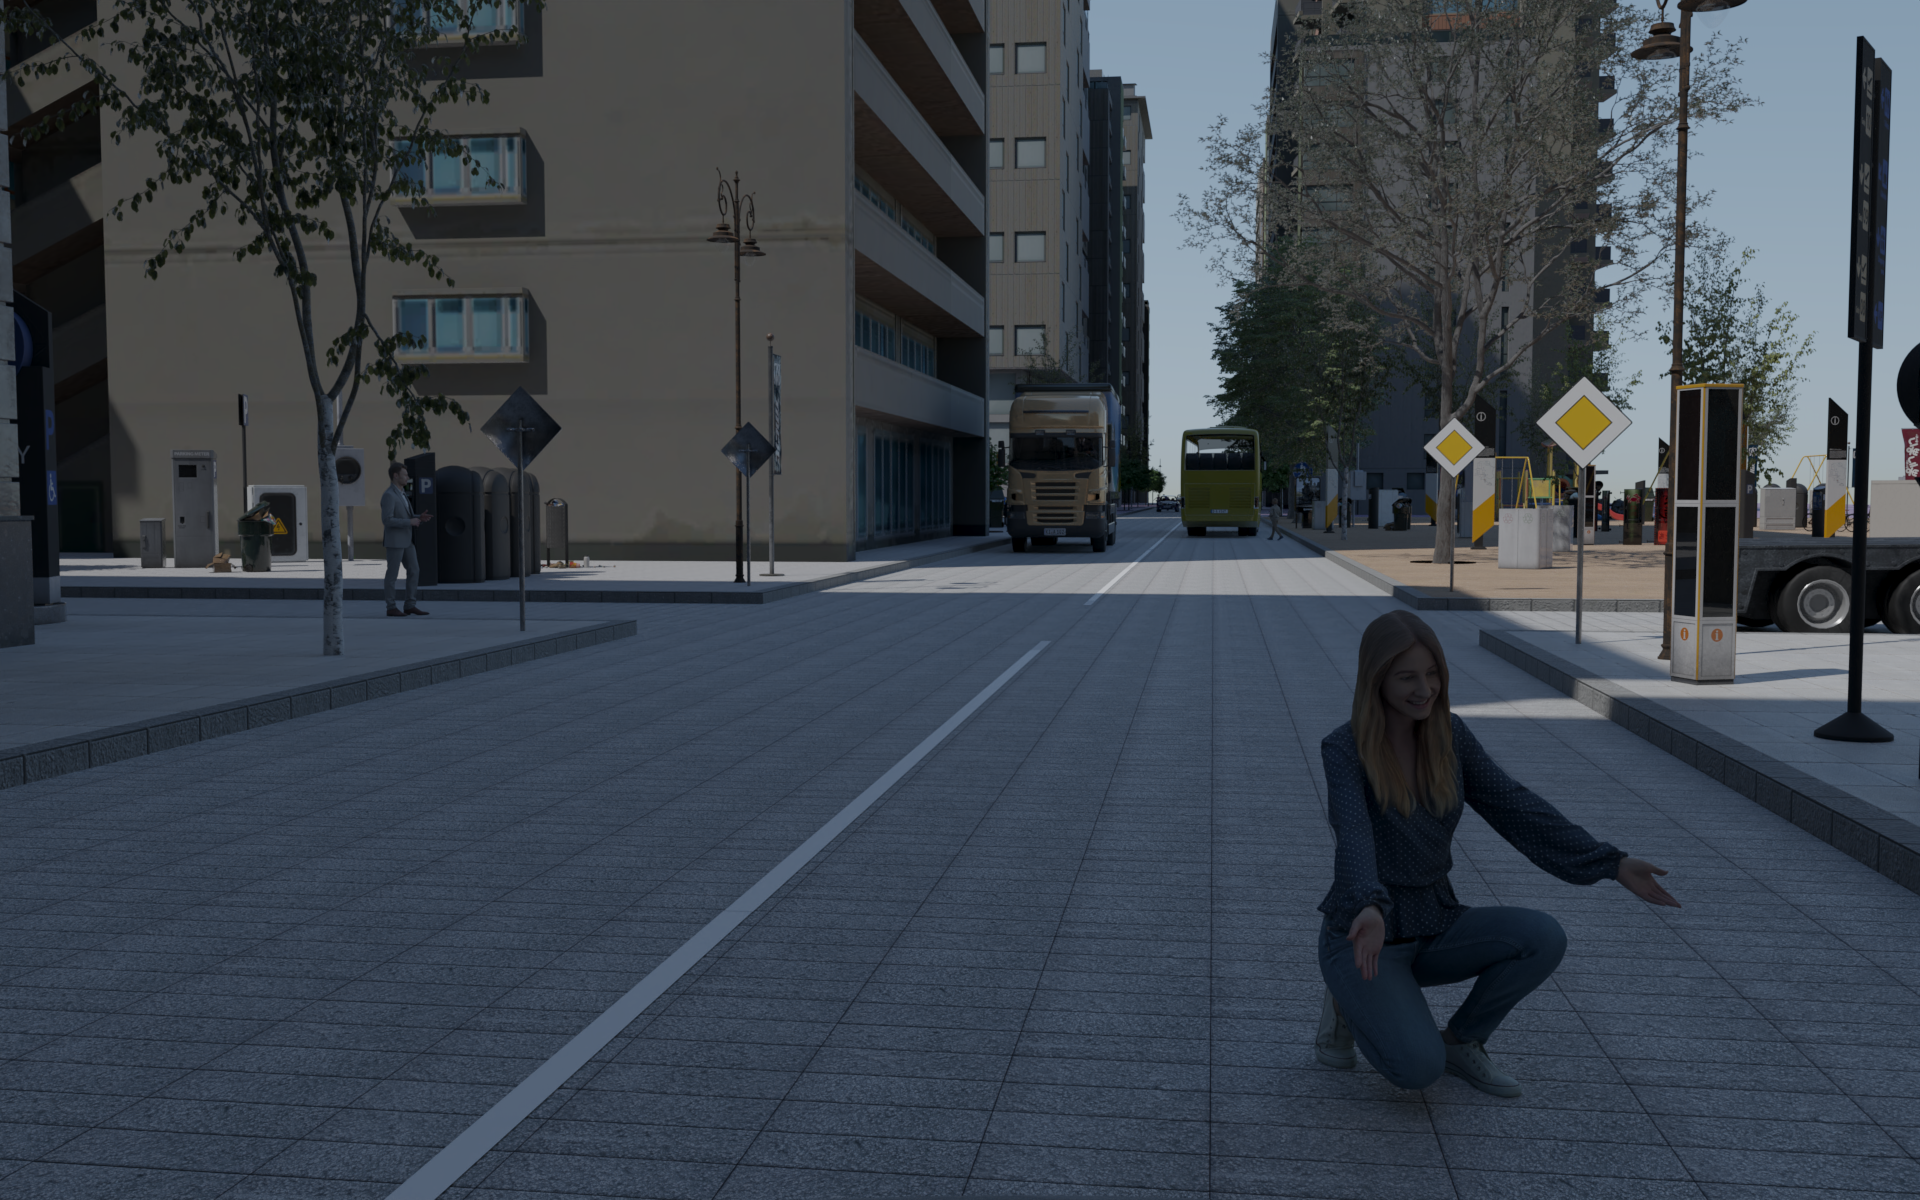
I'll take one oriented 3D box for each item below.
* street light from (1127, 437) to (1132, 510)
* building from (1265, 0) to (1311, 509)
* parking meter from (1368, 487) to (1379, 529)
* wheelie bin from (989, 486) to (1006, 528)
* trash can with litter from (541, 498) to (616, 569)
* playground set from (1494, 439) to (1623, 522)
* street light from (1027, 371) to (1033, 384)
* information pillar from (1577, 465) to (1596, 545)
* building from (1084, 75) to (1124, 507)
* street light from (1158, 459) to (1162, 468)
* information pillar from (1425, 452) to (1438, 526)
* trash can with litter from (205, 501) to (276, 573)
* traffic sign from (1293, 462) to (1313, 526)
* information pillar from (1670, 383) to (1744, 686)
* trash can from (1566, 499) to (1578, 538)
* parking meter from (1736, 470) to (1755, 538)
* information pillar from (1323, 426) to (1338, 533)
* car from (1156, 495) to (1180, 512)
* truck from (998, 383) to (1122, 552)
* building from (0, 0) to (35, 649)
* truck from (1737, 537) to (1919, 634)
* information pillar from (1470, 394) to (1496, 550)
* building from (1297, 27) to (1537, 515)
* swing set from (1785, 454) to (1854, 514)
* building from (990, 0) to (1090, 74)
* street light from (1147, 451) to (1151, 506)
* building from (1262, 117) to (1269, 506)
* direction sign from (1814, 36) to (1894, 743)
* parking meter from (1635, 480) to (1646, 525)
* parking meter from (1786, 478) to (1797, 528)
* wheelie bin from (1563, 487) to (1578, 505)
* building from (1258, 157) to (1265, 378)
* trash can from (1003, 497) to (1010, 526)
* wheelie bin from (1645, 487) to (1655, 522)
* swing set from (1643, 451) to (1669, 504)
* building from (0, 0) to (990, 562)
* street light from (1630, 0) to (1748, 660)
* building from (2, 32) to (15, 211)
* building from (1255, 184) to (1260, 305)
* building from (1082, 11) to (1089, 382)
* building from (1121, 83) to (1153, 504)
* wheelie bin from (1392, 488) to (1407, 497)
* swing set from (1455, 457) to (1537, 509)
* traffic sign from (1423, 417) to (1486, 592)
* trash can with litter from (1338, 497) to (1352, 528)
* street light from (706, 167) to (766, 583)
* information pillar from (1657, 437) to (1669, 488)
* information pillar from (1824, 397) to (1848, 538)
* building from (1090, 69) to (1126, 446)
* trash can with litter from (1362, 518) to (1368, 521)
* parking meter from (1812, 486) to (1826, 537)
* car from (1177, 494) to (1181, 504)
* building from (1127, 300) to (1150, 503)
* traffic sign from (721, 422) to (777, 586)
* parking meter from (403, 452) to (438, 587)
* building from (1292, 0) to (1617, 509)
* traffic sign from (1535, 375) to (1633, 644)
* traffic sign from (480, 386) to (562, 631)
[{"bbox_3d":[13.750,-10.279,140.847,0.468,5.910,1.993,1,4,8],"label":"street light"},{"bbox_3d":[39.091,-32.632,157.232,21.300,48.544,21.600,1,4,8],"label":"building"},{"bbox_3d":[15.268,-3.396,63.941,0.372,1.533,0.369,0,3,0],"label":"parking meter"},{"bbox_3d":[1.262,-3.562,66.143,0.980,1.594,0.693,-1,4,-21],"label":"wheelie bin"},{"bbox_3d":[-7.251,-1.187,30.464,2.233,1.210,1.678,3,4,38],"label":"trash can with litter"},{"bbox_3d":[28.167,-5.800,81.602,5.637,4.214,5.302,1,4,12],"label":"playground set"},{"bbox_3d":[2.625,-5.669,65.470,0.468,5.910,1.993,1,4,8],"label":"street light"},{"bbox_3d":[15.698,-2.380,43.398,0.304,2.012,0.304,-1,4,-9],"label":"information pillar"},{"bbox_3d":[8.148,-29.482,165.627,14.154,41.232,14.086,1,4,8],"label":"building"},{"bbox_3d":[25.900,-15.377,224.207,0.468,5.910,1.993,1,4,8],"label":"street light"},{"bbox_3d":[18.895,-4.768,69.307,0.504,3.616,0.183,3,4,38],"label":"information pillar"},{"bbox_3d":[-11.796,-1.040,28.394,1.055,1.170,0.624,-2,4,-29],"label":"trash can with litter"},{"bbox_3d":[13.575,-4.189,68.592,0.768,2.556,0.104,1,4,15],"label":"traffic sign"},{"bbox_3d":[5.043,-0.441,11.709,0.304,2.012,0.304,-1,4,-13],"label":"information pillar"},{"bbox_3d":[18.152,-2.394,50.800,0.748,1.137,0.748,0,3,0],"label":"trash can"},{"bbox_3d":[18.751,-2.181,41.368,0.399,1.863,0.255,-2,4,-28],"label":"parking meter"},{"bbox_3d":[12.225,-4.014,56.980,0.504,3.616,0.183,-2,4,-33],"label":"information pillar"},{"bbox_3d":[16.693,-7.728,138.935,1.945,1.354,3.894,1,4,9],"label":"car"},{"bbox_3d":[2.884,-3.503,46.196,2.839,4.237,11.283,0,4,7],"label":"truck"},{"bbox_3d":[-20.708,-13.020,10.146,25.104,27.353,12.463,1,4,8],"label":"building"},{"bbox_3d":[16.830,-1.631,16.419,18.799,4.110,2.967,0,4,8],"label":"truck"},{"bbox_3d":[12.052,-2.967,39.863,0.504,3.616,0.183,0,4,7],"label":"information pillar"},{"bbox_3d":[28.834,-20.818,112.077,14.160,30.474,14.107,1,4,8],"label":"building"},{"bbox_3d":[34.288,-4.384,69.298,2.862,2.851,3.119,1,4,9],"label":"swing set"},{"bbox_3d":[-5.592,-32.129,114.552,28.713,52.752,27.495,1,4,8],"label":"building"},{"bbox_3d":[19.929,-12.862,183.075,0.468,5.910,1.993,1,4,8],"label":"street light"},{"bbox_3d":[40.199,-30.915,189.053,14.154,41.232,14.086,1,4,8],"label":"building"},{"bbox_3d":[4.701,-1.040,9.006,0.379,3.537,0.876,3,4,36],"label":"direction sign"},{"bbox_3d":[28.414,-4.080,72.415,0.399,1.863,0.255,3,5,41],"label":"parking meter"},{"bbox_3d":[30.172,-3.498,62.897,0.255,1.863,0.399,0,4,3],"label":"parking meter"},{"bbox_3d":[27.231,-4.225,76.981,0.693,1.594,0.980,-3,4,-38],"label":"wheelie bin"},{"bbox_3d":[45.780,-35.089,223.819,14.600,45.320,14.200,1,4,8],"label":"building"},{"bbox_3d":[2.048,-3.486,68.648,0.748,1.137,0.748,0,3,0],"label":"trash can"},{"bbox_3d":[31.701,-4.422,80.206,0.980,1.594,0.693,0,4,-1],"label":"wheelie bin"},{"bbox_3d":[24.345,-3.706,58.219,2.862,2.851,3.119,0,4,5],"label":"swing set"},{"bbox_3d":[-11.156,-25.645,42.996,21.300,48.544,21.600,1,4,8],"label":"building"},{"bbox_3d":[5.511,-2.476,13.268,0.468,5.910,1.993,1,4,8],"label":"street light"},{"bbox_3d":[-39.057,-12.123,43.258,28.899,21.520,27.650,1,4,8],"label":"building"},{"bbox_3d":[52.155,-37.803,241.775,21.300,48.544,21.600,1,4,8],"label":"building"},{"bbox_3d":[0.512,-50.761,142.618,22.319,86.520,31.000,1,4,8],"label":"building"},{"bbox_3d":[10.450,-39.108,228.653,28.713,52.752,27.495,1,4,8],"label":"building"},{"bbox_3d":[21.563,-4.730,85.248,0.693,1.594,0.980,-3,5,-45],"label":"wheelie bin"},{"bbox_3d":[22.617,-4.608,72.957,3.119,2.851,2.862,0,4,-4],"label":"swing set"},{"bbox_3d":[6.453,-1.164,22.679,0.795,2.450,0.064,1,4,8],"label":"traffic sign"},{"bbox_3d":[14.643,-3.347,66.105,0.624,1.170,1.055,1,4,13],"label":"trash can with litter"},{"bbox_3d":[-3.192,-3.189,24.922,0.468,5.910,1.993,1,4,8],"label":"street light"},{"bbox_3d":[28.731,-4.855,70.740,0.504,3.616,0.183,2,4,26],"label":"information pillar"},{"bbox_3d":[21.262,-3.100,42.044,0.504,3.616,0.183,0,4,-4],"label":"information pillar"},{"bbox_3d":[7.525,-35.472,199.574,23.786,49.044,30.456,1,4,8],"label":"building"},{"bbox_3d":[20.082,-4.405,83.072,2.233,1.210,1.678,-2,4,-25],"label":"trash can with litter"},{"bbox_3d":[25.656,-2.648,51.703,0.372,1.533,0.369,0,3,0],"label":"parking meter"},{"bbox_3d":[27.681,-12.553,215.469,2.015,1.641,3.980,0,4,8],"label":"car"},{"bbox_3d":[19.906,-29.190,248.963,14.160,30.474,14.107,1,4,8],"label":"building"},{"bbox_3d":[-2.939,-1.249,24.069,0.795,2.450,0.064,1,4,8],"label":"traffic sign"},{"bbox_3d":[-7.521,-1.126,24.129,0.255,1.863,0.399,3,4,37],"label":"parking meter"},{"bbox_3d":[36.775,-29.211,132.231,22.147,44.769,28.867,1,4,8],"label":"building"},{"bbox_3d":[5.296,-0.681,14.778,0.795,2.450,0.064,1,4,8],"label":"traffic sign"},{"bbox_3d":[-4.095,-0.766,16.168,0.795,2.450,0.064,1,4,8],"label":"traffic sign"}]
